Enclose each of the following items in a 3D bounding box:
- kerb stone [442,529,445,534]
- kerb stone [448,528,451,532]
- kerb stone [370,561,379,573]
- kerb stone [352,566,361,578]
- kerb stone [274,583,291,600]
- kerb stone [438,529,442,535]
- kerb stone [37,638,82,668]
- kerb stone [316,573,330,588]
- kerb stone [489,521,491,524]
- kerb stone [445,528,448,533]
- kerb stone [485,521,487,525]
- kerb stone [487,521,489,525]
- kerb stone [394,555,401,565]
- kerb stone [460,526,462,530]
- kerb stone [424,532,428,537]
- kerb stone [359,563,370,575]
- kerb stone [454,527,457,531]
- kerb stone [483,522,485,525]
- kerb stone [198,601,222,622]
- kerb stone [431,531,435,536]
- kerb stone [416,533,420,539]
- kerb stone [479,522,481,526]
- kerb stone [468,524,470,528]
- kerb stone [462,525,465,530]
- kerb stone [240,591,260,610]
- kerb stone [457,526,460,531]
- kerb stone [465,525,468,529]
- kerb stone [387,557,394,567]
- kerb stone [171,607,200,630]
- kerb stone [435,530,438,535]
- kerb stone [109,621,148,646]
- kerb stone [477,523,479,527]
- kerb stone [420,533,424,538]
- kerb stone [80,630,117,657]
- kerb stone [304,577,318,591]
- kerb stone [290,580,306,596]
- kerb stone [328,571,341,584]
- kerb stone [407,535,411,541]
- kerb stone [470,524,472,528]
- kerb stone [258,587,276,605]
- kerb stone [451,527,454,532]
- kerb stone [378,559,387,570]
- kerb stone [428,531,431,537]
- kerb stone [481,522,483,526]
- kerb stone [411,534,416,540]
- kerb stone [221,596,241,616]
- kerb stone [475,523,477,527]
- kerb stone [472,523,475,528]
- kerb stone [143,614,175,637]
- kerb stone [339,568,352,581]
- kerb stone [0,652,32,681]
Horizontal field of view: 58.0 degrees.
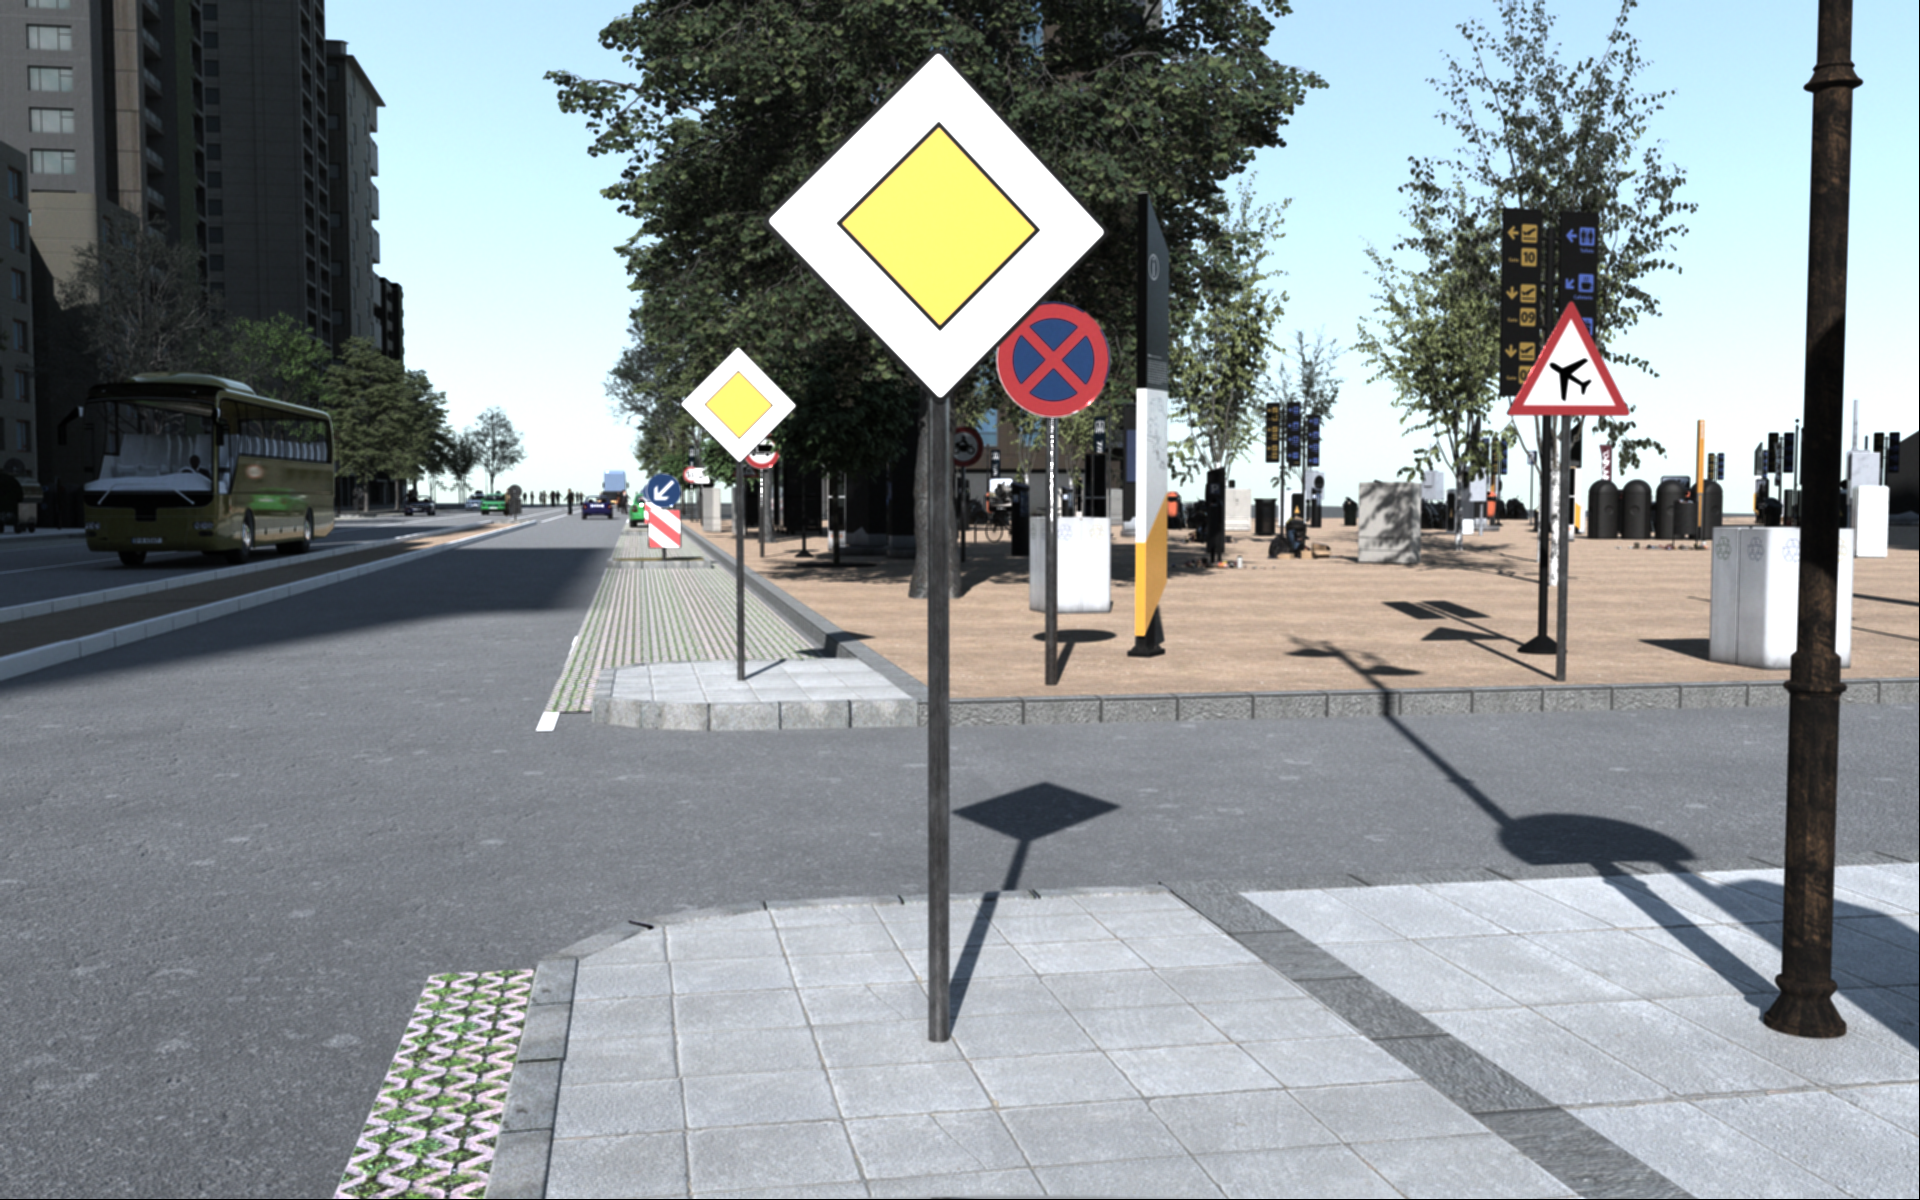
[{"bbox_3d":[-18.540,-2.406,61.619,0.120,0.150,1.000,-1,4,-10],"label":"kerb stone"},{"bbox_3d":[-18.914,-2.535,63.640,0.120,0.150,1.000,-1,4,-10],"label":"kerb stone"},{"bbox_3d":[-10.866,-0.586,31.834,0.120,0.150,1.000,-1,4,-10],"label":"kerb stone"},{"bbox_3d":[-10.500,-0.462,29.819,0.120,0.150,1.000,-1,4,-10],"label":"kerb stone"},{"bbox_3d":[-9.371,-0.096,23.760,0.120,0.150,1.000,-1,4,-10],"label":"kerb stone"},{"bbox_3d":[-18.346,-2.350,60.615,0.120,0.150,1.000,-1,4,-10],"label":"kerb stone"},{"bbox_3d":[-7.696,0.458,14.700,0.120,0.150,1.000,-1,4,-10],"label":"kerb stone"},{"bbox_3d":[-9.937,-0.279,26.792,0.120,0.150,1.000,-1,4,-10],"label":"kerb stone"},{"bbox_3d":[-22.099,-3.585,80.810,0.120,0.150,1.000,-1,4,-10],"label":"kerb stone"},{"bbox_3d":[-18.720,-2.473,62.637,0.120,0.150,1.000,-1,4,-10],"label":"kerb stone"},{"bbox_3d":[-21.722,-3.462,78.791,0.120,0.150,1.000,-1,4,-10],"label":"kerb stone"},{"bbox_3d":[-21.909,-3.520,79.799,0.120,0.150,1.000,-1,4,-10],"label":"kerb stone"},{"bbox_3d":[-11.430,-0.769,34.854,0.120,0.150,1.000,-1,4,-10],"label":"kerb stone"},{"bbox_3d":[-19.656,-2.782,67.681,0.120,0.150,1.000,-1,4,-10],"label":"kerb stone"},{"bbox_3d":[-17.599,-2.100,56.582,0.120,0.150,1.000,-1,4,-10],"label":"kerb stone"},{"bbox_3d":[-10.681,-0.528,30.827,0.120,0.150,1.000,-1,4,-10],"label":"kerb stone"},{"bbox_3d":[-19.288,-2.658,65.667,0.120,0.150,1.000,-1,4,-10],"label":"kerb stone"},{"bbox_3d":[-21.535,-3.400,77.787,0.120,0.150,1.000,-1,4,-10],"label":"kerb stone"},{"bbox_3d":[-8.618,0.151,19.734,0.120,0.150,1.000,-1,4,-10],"label":"kerb stone"},{"bbox_3d":[-17.972,-2.225,58.599,0.120,0.150,1.000,-1,4,-10],"label":"kerb stone"},{"bbox_3d":[-17.215,-1.980,54.568,0.120,0.150,1.000,-1,4,-10],"label":"kerb stone"},{"bbox_3d":[-21.165,-3.274,75.767,0.120,0.150,1.000,-1,4,-10],"label":"kerb stone"},{"bbox_3d":[-20.230,-2.968,70.717,0.120,0.150,1.000,-1,4,-10],"label":"kerb stone"},{"bbox_3d":[-19.847,-2.839,68.692,0.120,0.150,1.000,-1,4,-10],"label":"kerb stone"},{"bbox_3d":[-8.996,0.027,21.749,0.120,0.150,1.000,-1,4,-10],"label":"kerb stone"},{"bbox_3d":[-19.472,-2.720,66.672,0.120,0.150,1.000,-1,4,-10],"label":"kerb stone"},{"bbox_3d":[-20.030,-2.906,69.702,0.120,0.150,1.000,-1,4,-10],"label":"kerb stone"},{"bbox_3d":[-11.242,-0.712,33.843,0.120,0.150,1.000,-1,4,-10],"label":"kerb stone"},{"bbox_3d":[-8.434,0.213,18.721,0.120,0.150,1.000,-1,4,-10],"label":"kerb stone"},{"bbox_3d":[-18.170,-2.287,59.608,0.120,0.150,1.000,-1,4,-10],"label":"kerb stone"},{"bbox_3d":[-8.064,0.337,16.711,0.120,0.150,1.000,-1,4,-10],"label":"kerb stone"},{"bbox_3d":[-20.969,-3.211,74.750,0.120,0.150,1.000,-1,4,-10],"label":"kerb stone"},{"bbox_3d":[-17.416,-2.042,55.576,0.120,0.150,1.000,-1,4,-10],"label":"kerb stone"},{"bbox_3d":[-7.880,0.405,15.706,0.120,0.150,1.000,-1,4,-10],"label":"kerb stone"},{"bbox_3d":[-9.745,-0.219,25.775,0.120,0.150,1.000,-1,4,-10],"label":"kerb stone"},{"bbox_3d":[-9.554,-0.157,24.771,0.120,0.150,1.000,-1,4,-10],"label":"kerb stone"},{"bbox_3d":[-10.127,-0.343,27.805,0.120,0.150,1.000,-1,4,-10],"label":"kerb stone"},{"bbox_3d":[-16.857,-1.850,52.553,0.120,0.150,1.000,-1,4,-10],"label":"kerb stone"},{"bbox_3d":[-20.412,-3.029,71.725,0.120,0.150,1.000,-1,4,-10],"label":"kerb stone"},{"bbox_3d":[-9.185,-0.034,22.753,0.120,0.150,1.000,-1,4,-10],"label":"kerb stone"},{"bbox_3d":[-19.098,-2.593,64.657,0.120,0.150,1.000,-1,4,-10],"label":"kerb stone"},{"bbox_3d":[-11.056,-0.651,32.838,0.120,0.150,1.000,-1,4,-10],"label":"kerb stone"},{"bbox_3d":[-17.787,-2.161,57.587,0.120,0.150,1.000,-1,4,-10],"label":"kerb stone"},{"bbox_3d":[-21.350,-3.338,76.772,0.120,0.150,1.000,-1,4,-10],"label":"kerb stone"},{"bbox_3d":[-17.035,-1.918,53.559,0.120,0.150,1.000,-1,4,-10],"label":"kerb stone"},{"bbox_3d":[-8.812,0.089,20.737,0.120,0.150,1.000,-1,4,-10],"label":"kerb stone"},{"bbox_3d":[-20.781,-3.153,73.745,0.120,0.150,1.000,-1,4,-10],"label":"kerb stone"},{"bbox_3d":[-20.590,-3.089,72.735,0.120,0.150,1.000,-1,4,-10],"label":"kerb stone"},{"bbox_3d":[-8.248,0.274,17.716,0.120,0.150,1.000,-1,4,-10],"label":"kerb stone"},{"bbox_3d":[-10.306,-0.404,28.811,0.120,0.150,1.000,-1,4,-10],"label":"kerb stone"},{"bbox_3d":[-7.499,0.520,13.687,0.120,0.150,1.000,-1,4,-10],"label":"kerb stone"}]
